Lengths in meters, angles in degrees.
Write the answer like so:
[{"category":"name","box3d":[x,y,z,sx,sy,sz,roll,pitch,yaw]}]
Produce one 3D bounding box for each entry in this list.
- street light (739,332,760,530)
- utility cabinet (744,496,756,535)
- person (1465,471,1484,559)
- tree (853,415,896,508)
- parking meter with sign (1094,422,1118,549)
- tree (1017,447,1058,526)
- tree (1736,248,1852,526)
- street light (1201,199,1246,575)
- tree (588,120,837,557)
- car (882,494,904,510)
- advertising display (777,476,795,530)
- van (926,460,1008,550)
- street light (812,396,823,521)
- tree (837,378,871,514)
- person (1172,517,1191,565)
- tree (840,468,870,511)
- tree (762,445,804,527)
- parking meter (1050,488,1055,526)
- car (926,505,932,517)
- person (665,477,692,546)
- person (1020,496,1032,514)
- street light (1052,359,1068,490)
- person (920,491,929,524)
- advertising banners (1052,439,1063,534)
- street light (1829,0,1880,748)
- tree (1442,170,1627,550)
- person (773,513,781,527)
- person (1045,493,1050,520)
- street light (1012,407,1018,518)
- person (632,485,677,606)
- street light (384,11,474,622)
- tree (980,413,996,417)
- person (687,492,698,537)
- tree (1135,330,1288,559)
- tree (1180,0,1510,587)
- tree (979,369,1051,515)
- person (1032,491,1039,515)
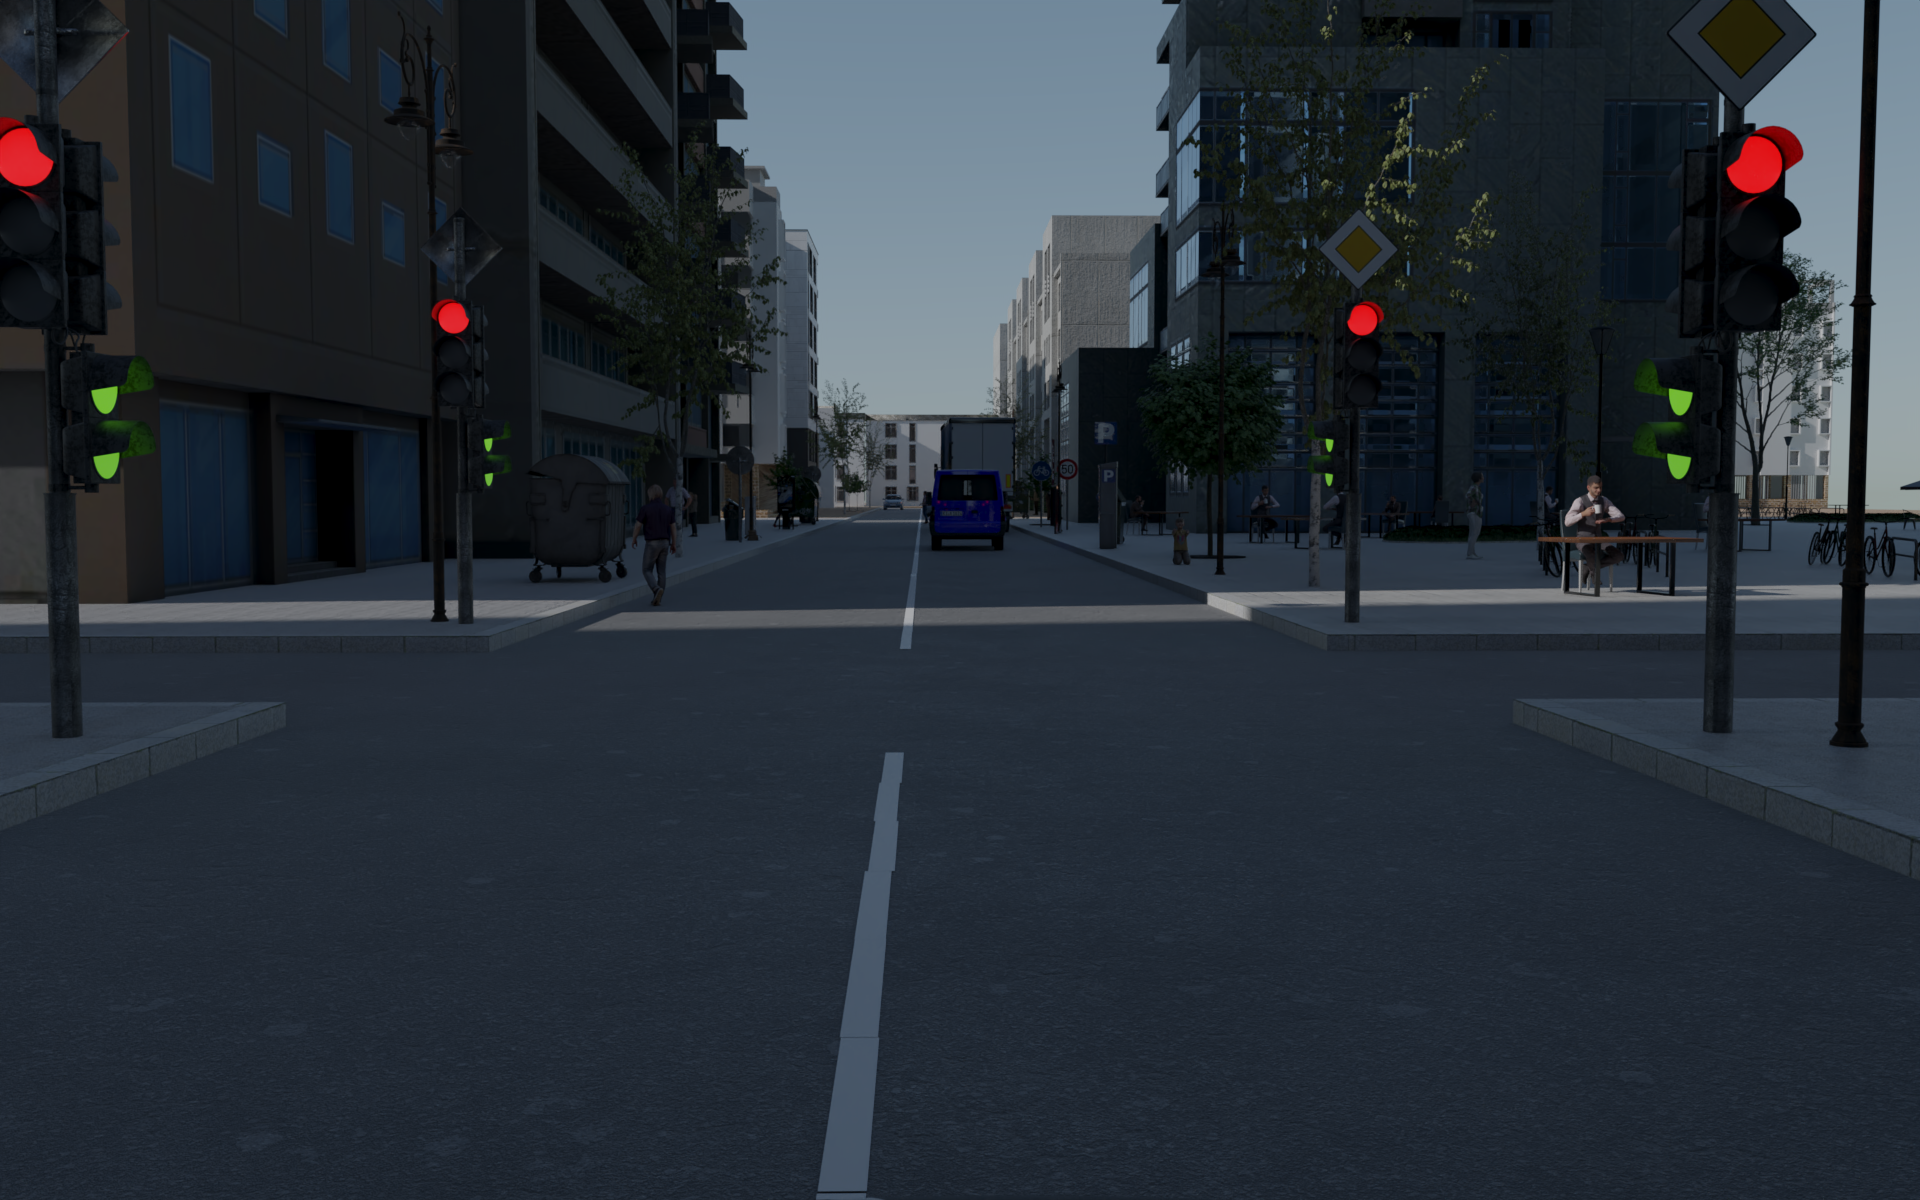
[{"category":"street light","box3d":[-5.965,-4.682,49.341,0.468,5.910,1.993,0,4,-1]},{"category":"utility cabinet","box3d":[-6.608,-2.655,54.563,0.306,1.237,1.020,0,4,-2]},{"category":"person","box3d":[10.147,-1.678,34.197,0.376,1.734,0.841,1,4,22]},{"category":"tree","box3d":[-8.281,-12.974,162.492,4.360,8.622,3.978,0,3,0]},{"category":"parking meter with sign","box3d":[3.483,-2.740,41.057,0.543,3.016,1.738,0,4,2]},{"category":"tree","box3d":[3.363,-4.683,71.174,1.663,3.219,1.824,0,3,0]},{"category":"tree","box3d":[32.545,-8.857,70.564,9.928,11.665,9.643,0,3,0]},{"category":"street light","box3d":[4.139,-3.339,27.387,0.468,5.910,1.993,0,4,-1]},{"category":"tree","box3d":[-5.638,-5.183,35.101,4.737,8.622,4.395,0,3,0]},{"category":"car","box3d":[-6.021,-8.869,157.014,2.014,1.417,4.499,0,4,0]},{"category":"advertising display","box3d":[-6.295,-3.517,62.719,0.123,1.923,0.974,-3,5,-41]},{"category":"van","box3d":[0.187,-2.532,45.778,2.240,2.365,5.245,0,3,0]},{"category":"street light","box3d":[-6.725,-6.644,81.412,0.468,5.910,1.993,0,4,-1]},{"category":"tree","box3d":[-7.496,-9.706,109.055,4.737,8.622,4.395,0,3,0]},{"category":"person","box3d":[4.011,-1.067,31.414,0.347,0.859,0.695,0,4,4]},{"category":"tree","box3d":[-7.766,-8.322,130.673,1.663,3.219,1.824,0,3,0]},{"category":"tree","box3d":[-7.036,-4.515,68.427,1.663,3.219,1.824,0,3,0]},{"category":"parking meter","box3d":[3.809,-3.738,69.533,0.372,1.533,0.369,0,3,0]},{"category":"car","box3d":[-1.267,-5.896,108.407,2.014,1.417,4.499,0,4,1]},{"category":"person","box3d":[-7.019,-2.188,42.748,0.756,1.711,0.436,2,4,30]},{"category":"person","box3d":[4.063,-6.427,111.095,1.348,1.831,0.705,-2,4,-34]},{"category":"street light","box3d":[3.402,-5.301,59.458,0.468,5.910,1.993,0,4,-1]},{"category":"person","box3d":[-1.686,-4.421,82.745,0.435,1.587,0.963,0,4,7]},{"category":"advertising banners","box3d":[3.115,-3.648,55.837,0.090,3.025,2.074,1,4,12]},{"category":"street light","box3d":[4.536,-2.194,8.660,0.468,5.910,1.993,0,4,-1]},{"category":"tree","box3d":[13.080,-5.422,39.016,4.360,8.622,3.978,0,3,0]},{"category":"person","box3d":[-6.878,-3.550,66.626,0.613,1.512,0.480,0,4,-7]},{"category":"person","box3d":[4.394,-4.666,84.610,0.388,1.546,0.482,2,4,31]},{"category":"street light","box3d":[2.821,-7.292,92.015,0.468,5.910,1.993,0,4,-1]},{"category":"person","box3d":[-3.955,-0.705,22.240,0.569,1.553,0.471,0,4,2]},{"category":"street light","box3d":[-5.239,-2.720,17.261,0.468,5.910,1.993,0,4,-1]},{"category":"tree","box3d":[2.369,-12.430,153.595,4.737,8.622,4.395,0,3,0]},{"category":"person","box3d":[-7.999,-2.563,51.863,0.435,1.345,0.340,2,4,26]},{"category":"tree","box3d":[5.085,-3.131,34.906,4.285,4.588,4.351,0,3,0]},{"category":"tree","box3d":[5.152,-4.491,23.789,4.737,8.622,4.395,0,3,0]},{"category":"tree","box3d":[3.184,-9.352,103.270,4.360,8.622,3.978,0,3,0]},{"category":"person","box3d":[4.567,-6.015,104.479,0.705,1.812,1.348,-1,4,-13]}]
